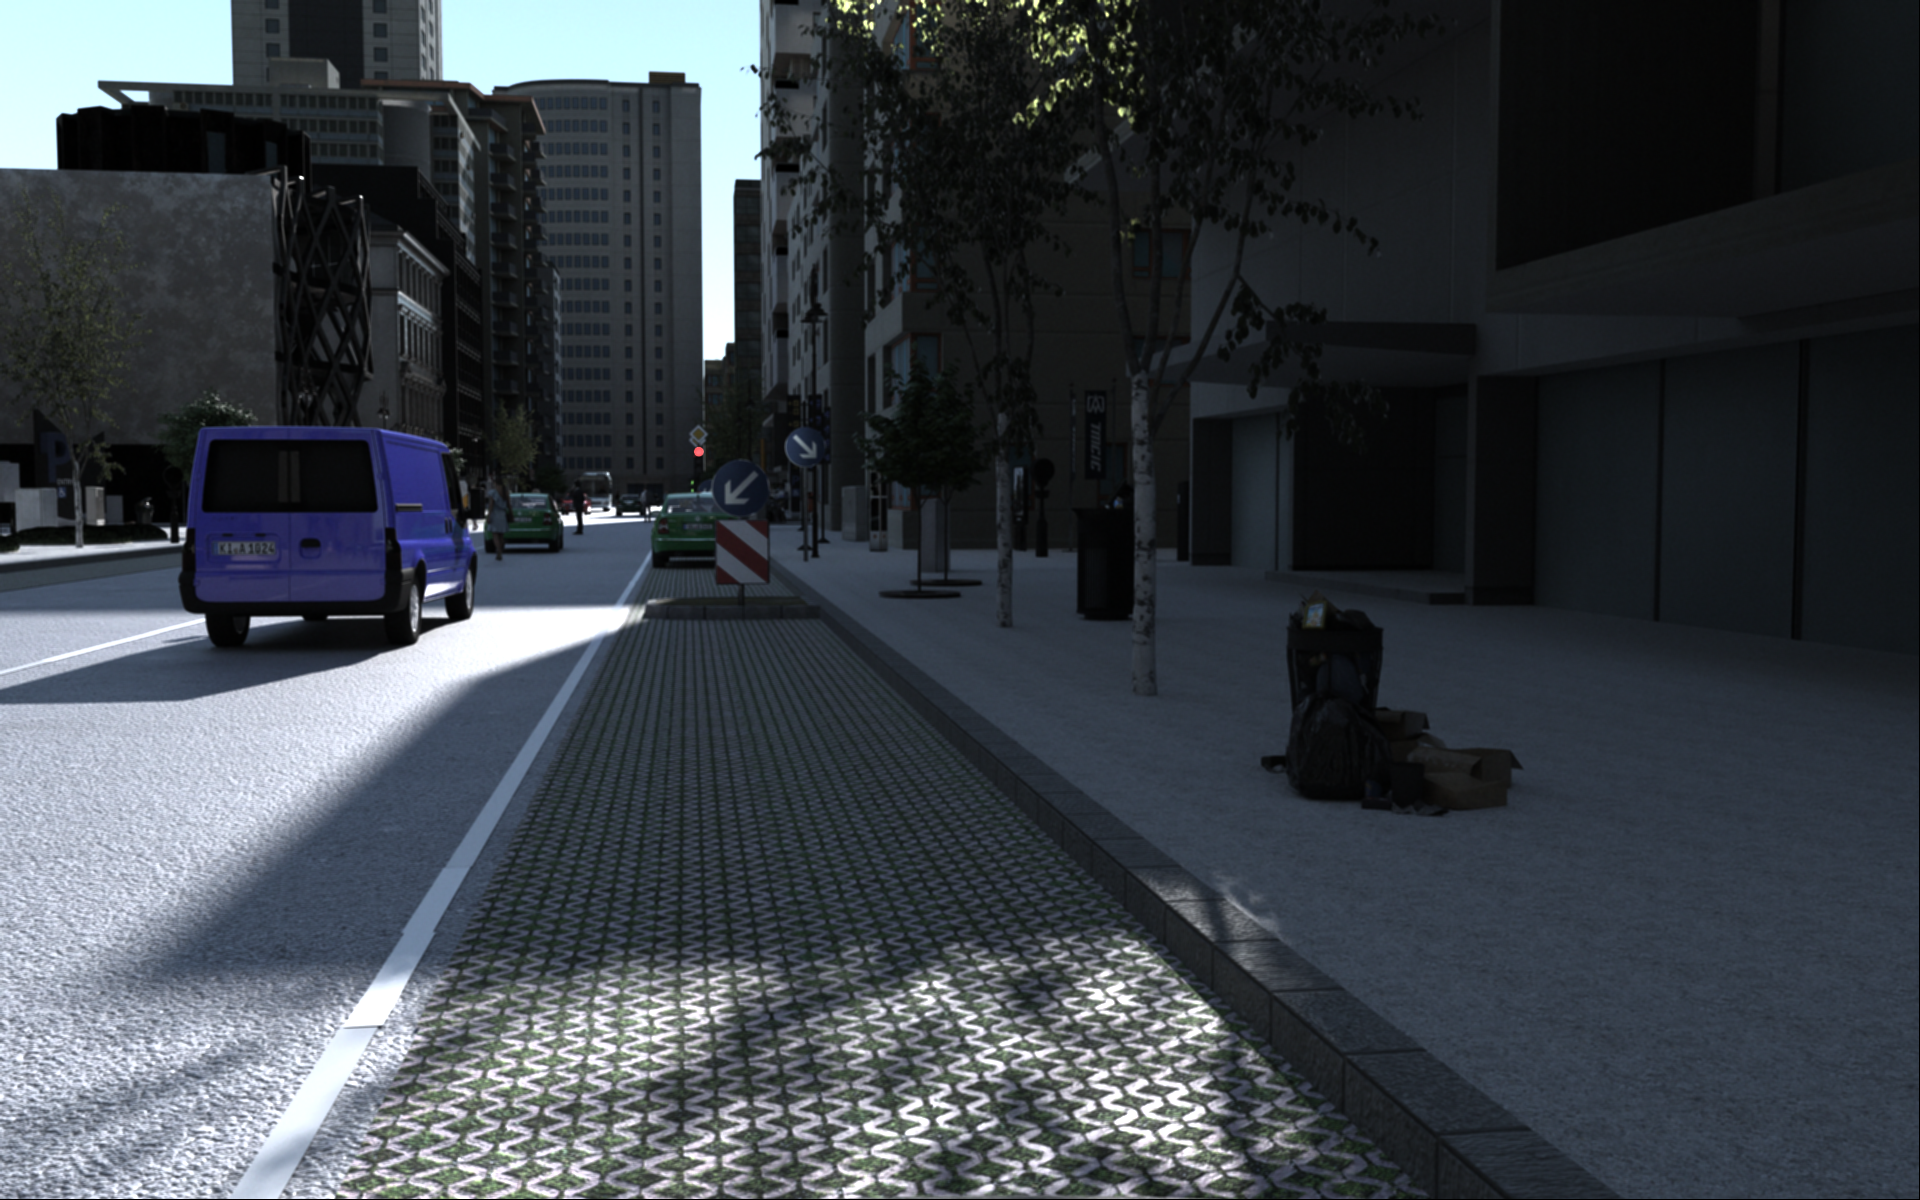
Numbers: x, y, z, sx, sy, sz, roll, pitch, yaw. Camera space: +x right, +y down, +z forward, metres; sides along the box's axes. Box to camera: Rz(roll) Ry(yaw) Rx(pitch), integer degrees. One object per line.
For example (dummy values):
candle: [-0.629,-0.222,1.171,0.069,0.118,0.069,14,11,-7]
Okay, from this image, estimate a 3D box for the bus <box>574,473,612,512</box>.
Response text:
bus: [-30.396,-9.129,144.124,2.948,3.499,13.247,-1,4,-10]

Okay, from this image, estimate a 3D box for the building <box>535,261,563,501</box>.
building: [-56.649,-27.080,214.453,14.107,30.474,14.160,-1,4,-9]

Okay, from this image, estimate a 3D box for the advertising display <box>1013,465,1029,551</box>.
advertising display: [1.370,-2.077,39.176,0.123,1.923,0.974,-1,4,-12]

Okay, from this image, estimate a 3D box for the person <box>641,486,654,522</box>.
person: [-15.881,-4.858,88.033,0.679,1.850,0.850,-1,4,-18]

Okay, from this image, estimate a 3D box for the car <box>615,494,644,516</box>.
car: [-22.039,-6.371,115.956,2.131,1.459,4.920,0,4,-7]

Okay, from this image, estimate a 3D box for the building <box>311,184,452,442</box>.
building: [-38.226,-14.868,107.714,10.561,19.102,19.286,-1,4,-9]

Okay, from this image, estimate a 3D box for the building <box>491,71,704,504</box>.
building: [-50.452,-42.914,243.635,28.212,58.520,21.231,-1,4,-9]

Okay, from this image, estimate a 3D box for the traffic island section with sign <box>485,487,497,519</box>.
traffic island section with sign: [-26.843,-5.607,100.310,1.989,1.847,2.006,-1,4,-9]

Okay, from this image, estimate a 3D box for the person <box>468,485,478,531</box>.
person: [-19.057,-3.621,68.060,0.694,1.780,0.624,2,4,29]

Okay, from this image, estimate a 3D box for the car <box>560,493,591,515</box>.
car: [-26.482,-6.757,119.516,2.155,1.783,4.494,0,4,-7]

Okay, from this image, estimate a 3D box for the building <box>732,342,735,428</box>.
building: [-9.629,-20.789,184.939,27.650,21.520,28.899,-1,4,-9]

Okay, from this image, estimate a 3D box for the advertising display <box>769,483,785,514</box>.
advertising display: [-10.607,-5.818,100.336,0.974,1.923,0.123,0,4,3]

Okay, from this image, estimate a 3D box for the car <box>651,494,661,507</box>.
car: [-33.153,-10.788,186.173,2.009,1.686,4.222,-1,4,-10]

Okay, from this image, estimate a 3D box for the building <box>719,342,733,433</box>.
building: [-15.119,-22.557,213.840,27.650,21.520,28.899,-1,4,-9]

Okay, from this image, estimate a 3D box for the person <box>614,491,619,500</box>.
person: [-36.711,-10.754,185.144,0.721,1.723,1.217,-2,4,-33]

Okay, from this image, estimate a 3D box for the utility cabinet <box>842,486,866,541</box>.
utility cabinet: [-2.914,-2.364,47.326,0.318,1.500,1.173,-1,4,-23]

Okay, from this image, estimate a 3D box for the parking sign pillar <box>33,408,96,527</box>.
parking sign pillar: [-28.605,-4.056,54.789,1.447,3.967,1.447,1,4,14]

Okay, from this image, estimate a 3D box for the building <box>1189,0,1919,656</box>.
building: [16.963,-26.300,19.237,28.713,52.752,27.495,-1,4,-9]

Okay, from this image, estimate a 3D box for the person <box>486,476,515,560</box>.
person: [-9.918,-1.763,37.411,0.616,1.811,0.778,-2,4,-25]

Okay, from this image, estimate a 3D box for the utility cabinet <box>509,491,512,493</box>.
utility cabinet: [-34.370,-7.453,130.530,1.173,1.500,0.318,1,4,18]

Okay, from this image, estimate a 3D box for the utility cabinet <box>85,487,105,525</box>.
utility cabinet: [-26.238,-2.685,52.582,0.318,1.500,1.173,-1,4,-16]

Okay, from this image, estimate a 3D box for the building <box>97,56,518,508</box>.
building: [-57.785,-28.557,158.782,32.217,40.220,23.993,-1,4,-9]

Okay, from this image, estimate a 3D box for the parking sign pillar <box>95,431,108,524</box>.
parking sign pillar: [-37.131,-5.215,73.736,1.447,3.967,1.447,-3,4,-38]

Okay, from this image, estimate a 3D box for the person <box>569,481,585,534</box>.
person: [-13.615,-3.282,61.515,0.474,1.900,0.648,0,4,0]

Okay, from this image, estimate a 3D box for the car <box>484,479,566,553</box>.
car: [-11.004,-2.144,43.843,1.959,1.807,4.718,-1,4,-11]

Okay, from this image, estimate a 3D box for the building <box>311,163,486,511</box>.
building: [-41.603,-18.050,124.796,12.332,23.373,15.834,-1,4,-9]

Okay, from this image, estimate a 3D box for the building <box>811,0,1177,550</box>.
building: [10.093,-12.884,55.685,27.650,21.520,28.899,-1,4,-9]

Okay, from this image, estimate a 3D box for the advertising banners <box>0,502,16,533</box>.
advertising banners: [-31.370,-3.666,56.124,2.074,3.025,0.090,-1,4,-15]

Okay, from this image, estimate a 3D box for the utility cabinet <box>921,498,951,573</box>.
utility cabinet: [-0.415,-1.076,28.754,0.306,1.237,1.020,1,4,12]

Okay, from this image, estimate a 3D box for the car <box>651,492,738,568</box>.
car: [-5.277,-1.602,34.983,1.959,1.807,4.718,0,4,-8]

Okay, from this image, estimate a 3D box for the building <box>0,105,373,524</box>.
building: [-37.535,-13.226,83.704,16.820,18.784,16.811,-1,4,-9]

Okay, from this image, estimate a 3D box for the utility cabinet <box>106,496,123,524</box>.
utility cabinet: [-36.983,-3.924,75.320,1.020,1.237,0.306,-2,4,-32]

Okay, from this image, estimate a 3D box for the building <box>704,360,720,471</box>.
building: [-22.529,-24.897,252.101,28.899,21.520,27.650,-1,4,-9]

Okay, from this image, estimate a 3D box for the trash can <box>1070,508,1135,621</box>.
trash can: [1.504,-0.373,17.753,0.748,1.137,0.748,0,3,0]

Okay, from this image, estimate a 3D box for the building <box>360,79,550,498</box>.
building: [-56.089,-32.489,185.811,22.147,44.769,28.867,-1,4,-9]

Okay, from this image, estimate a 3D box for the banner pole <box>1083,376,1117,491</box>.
banner pole: [3.040,-2.863,36.821,0.863,3.779,0.401,0,4,-6]

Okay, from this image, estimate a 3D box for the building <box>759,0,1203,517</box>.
building: [-0.489,-32.828,125.973,28.713,52.752,27.495,-1,4,-9]

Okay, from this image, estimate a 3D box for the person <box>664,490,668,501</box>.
person: [-24.987,-8.443,146.889,0.444,1.785,0.601,1,4,19]

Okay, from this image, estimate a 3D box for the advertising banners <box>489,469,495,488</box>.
advertising banners: [-31.925,-7.545,119.548,0.090,3.025,2.074,0,4,2]

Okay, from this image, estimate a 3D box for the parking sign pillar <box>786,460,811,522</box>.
parking sign pillar: [-7.624,-5.607,80.142,1.447,3.967,1.447,0,4,-8]

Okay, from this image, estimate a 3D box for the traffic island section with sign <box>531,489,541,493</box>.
traffic island section with sign: [-31.027,-7.236,126.940,1.989,1.847,2.006,-1,4,-9]

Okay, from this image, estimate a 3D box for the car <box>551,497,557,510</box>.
car: [-24.874,-5.502,102.316,2.083,1.381,4.827,0,4,-8]

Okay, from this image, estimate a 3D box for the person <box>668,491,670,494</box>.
person: [-35.536,-12.452,212.537,0.568,1.767,0.683,2,4,23]

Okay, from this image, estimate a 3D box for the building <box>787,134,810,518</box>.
building: [5.667,-15.395,96.741,28.899,21.520,27.650,-1,4,-9]

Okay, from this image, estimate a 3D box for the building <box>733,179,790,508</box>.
building: [-14.118,-23.886,162.235,14.160,30.474,14.107,-1,4,-9]

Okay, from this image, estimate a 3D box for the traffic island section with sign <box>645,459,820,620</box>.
traffic island section with sign: [-2.721,-0.728,20.525,1.989,1.847,2.006,-1,4,-9]

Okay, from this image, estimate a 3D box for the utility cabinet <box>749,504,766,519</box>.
utility cabinet: [-7.198,-3.229,61.470,0.318,1.500,1.173,1,4,9]

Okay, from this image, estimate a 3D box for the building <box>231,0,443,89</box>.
building: [-73.271,-47.029,207.170,20.611,71.187,20.563,-1,4,-9]
